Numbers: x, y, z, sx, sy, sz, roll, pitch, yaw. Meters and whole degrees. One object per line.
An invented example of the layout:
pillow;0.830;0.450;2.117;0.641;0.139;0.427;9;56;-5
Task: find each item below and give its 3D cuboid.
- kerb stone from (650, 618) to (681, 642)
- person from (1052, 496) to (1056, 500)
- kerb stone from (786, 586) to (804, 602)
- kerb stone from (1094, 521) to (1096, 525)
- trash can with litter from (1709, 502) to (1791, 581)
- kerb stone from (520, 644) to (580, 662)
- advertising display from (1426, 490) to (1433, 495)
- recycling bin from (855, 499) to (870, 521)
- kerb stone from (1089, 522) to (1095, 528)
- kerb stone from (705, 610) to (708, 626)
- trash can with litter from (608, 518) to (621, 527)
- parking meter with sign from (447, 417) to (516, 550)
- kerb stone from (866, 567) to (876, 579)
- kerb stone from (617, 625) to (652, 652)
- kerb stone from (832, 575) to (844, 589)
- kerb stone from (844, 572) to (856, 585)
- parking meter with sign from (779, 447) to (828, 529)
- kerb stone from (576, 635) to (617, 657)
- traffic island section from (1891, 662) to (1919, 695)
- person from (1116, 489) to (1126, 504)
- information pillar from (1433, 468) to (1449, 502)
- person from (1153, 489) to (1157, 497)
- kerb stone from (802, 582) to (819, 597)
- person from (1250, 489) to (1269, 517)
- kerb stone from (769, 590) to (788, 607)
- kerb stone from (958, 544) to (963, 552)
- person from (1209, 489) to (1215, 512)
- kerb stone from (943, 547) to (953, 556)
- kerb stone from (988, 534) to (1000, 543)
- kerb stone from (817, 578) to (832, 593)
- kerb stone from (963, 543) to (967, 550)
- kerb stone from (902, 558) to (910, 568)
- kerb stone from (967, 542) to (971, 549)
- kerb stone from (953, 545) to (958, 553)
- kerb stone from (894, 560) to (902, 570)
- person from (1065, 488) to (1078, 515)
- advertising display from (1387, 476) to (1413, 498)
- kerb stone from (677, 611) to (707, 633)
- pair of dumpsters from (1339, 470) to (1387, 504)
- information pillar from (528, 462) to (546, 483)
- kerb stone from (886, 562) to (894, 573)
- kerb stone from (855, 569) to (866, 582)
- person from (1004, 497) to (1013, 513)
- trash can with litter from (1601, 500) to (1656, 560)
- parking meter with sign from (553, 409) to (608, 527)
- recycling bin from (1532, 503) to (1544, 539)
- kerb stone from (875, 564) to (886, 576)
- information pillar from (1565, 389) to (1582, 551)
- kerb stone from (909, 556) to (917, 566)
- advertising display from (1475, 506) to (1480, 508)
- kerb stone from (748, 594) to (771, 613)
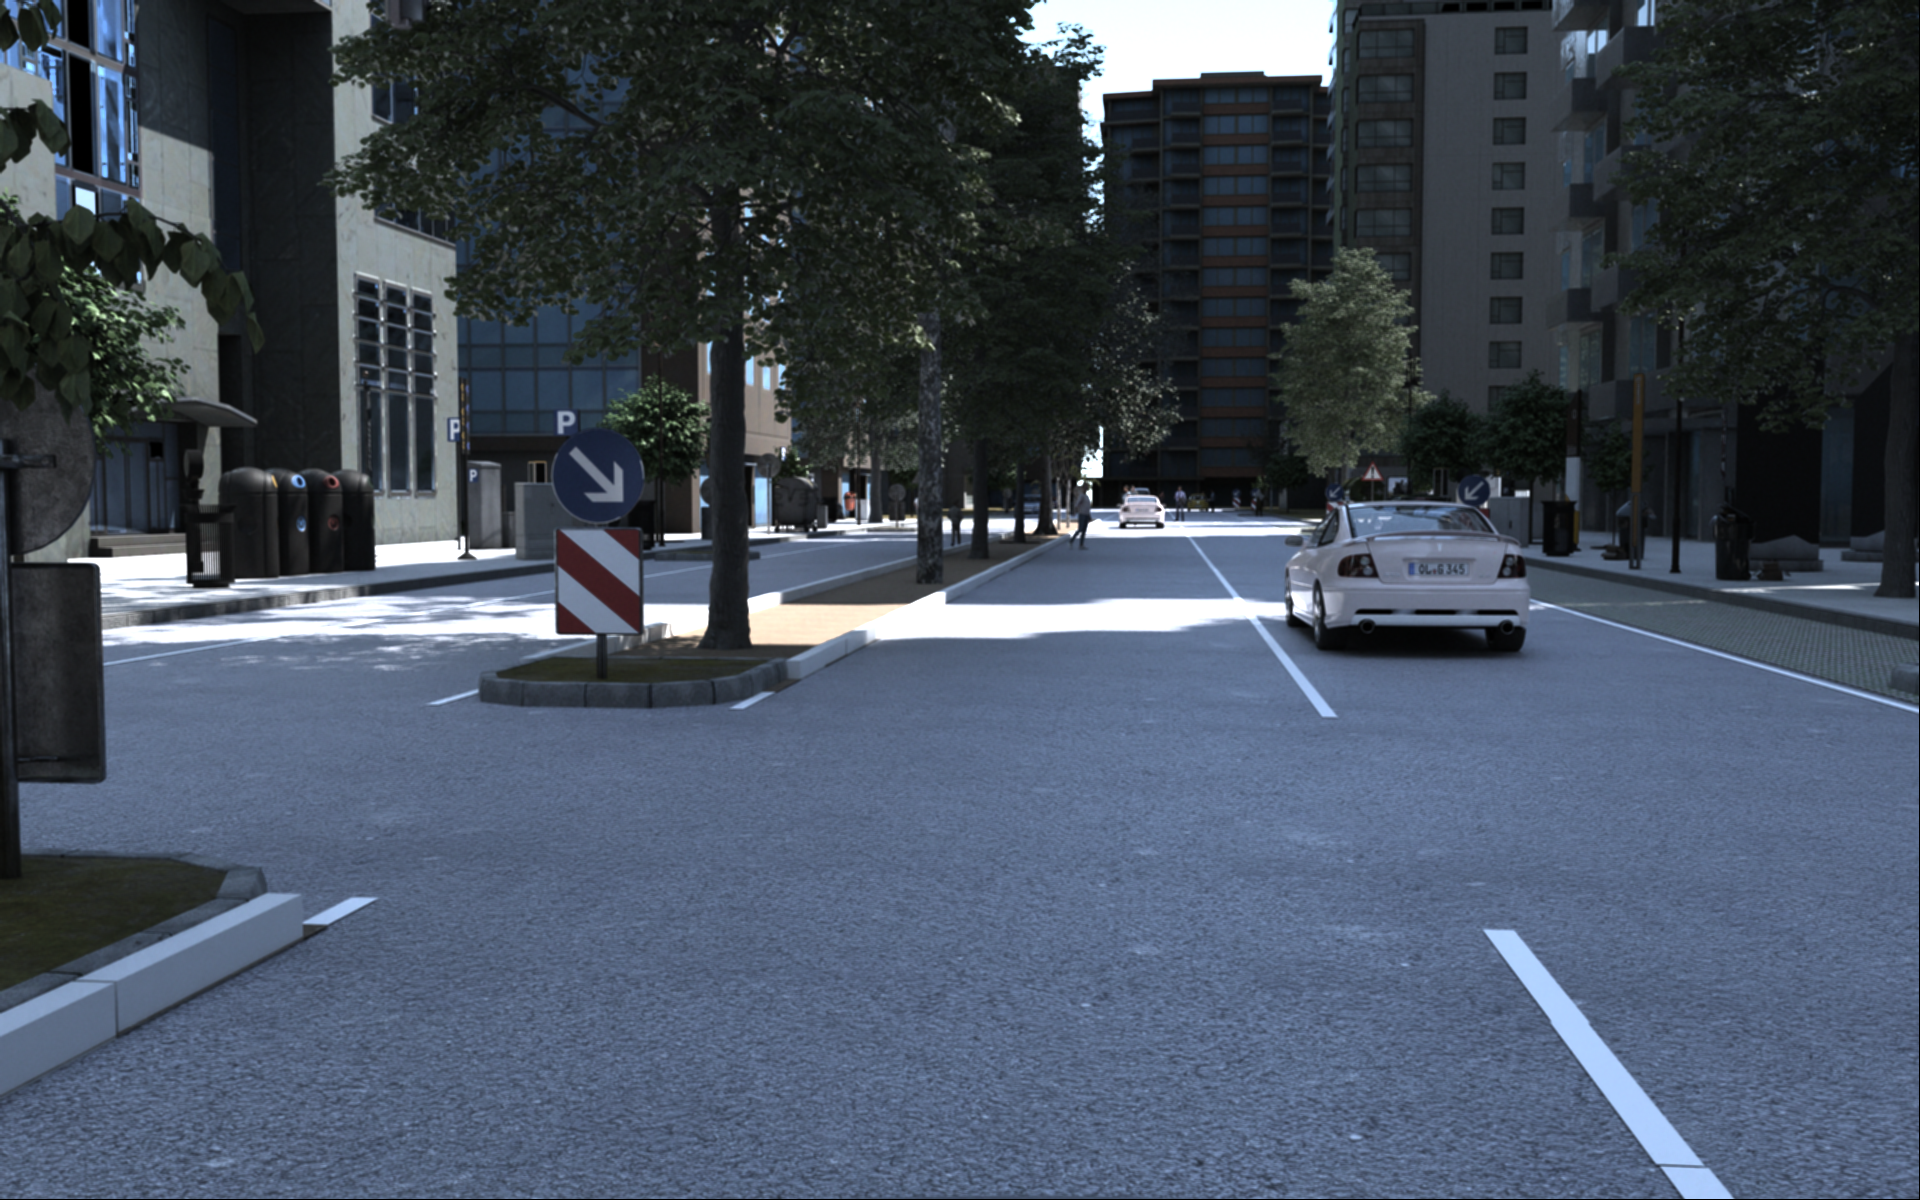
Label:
kerb stone;-2.979;0.311;17.118;0.120;0.150;1.000;0;4;6
person;8.210;-9.096;157.935;1.217;1.735;0.721;3;4;38
kerb stone;-2.286;-0.063;23.228;0.120;0.150;1.000;0;4;6
kerb stone;5.758;-3.286;75.916;0.120;0.150;1.000;0;4;6
trash can with litter;11.785;-0.884;25.846;1.055;1.170;0.624;1;4;10
kerb stone;-3.328;0.498;14.049;0.120;0.150;1.000;0;4;6
advertising display;22.598;-4.768;83.164;0.123;1.923;0.974;0;4;-6
recycling bin;-4.572;-4.342;83.551;0.722;1.027;0.722;2;4;33
kerb stone;5.645;-3.224;74.900;0.120;0.150;1.000;0;4;6
kerb stone;-2.744;0.186;19.152;0.120;0.150;1.000;0;4;6
trash can with litter;-7.946;-1.656;38.463;0.624;1.170;1.055;-2;4;-33
parking meter with sign;-11.010;-2.686;40.176;0.543;3.016;1.738;2;4;31
kerb stone;-1.601;-0.436;29.331;0.120;0.150;1.000;0;4;6
kerb stone;-3.094;0.373;16.094;0.120;0.150;1.000;0;4;6
kerb stone;-1.949;-0.250;26.277;0.120;0.150;1.000;0;4;6
kerb stone;-1.828;-0.312;27.294;0.120;0.150;1.000;0;4;6
parking meter with sign;-5.779;-4.156;64.210;1.738;3.016;0.543;1;4;11
kerb stone;-3.216;0.437;15.066;0.120;0.150;1.000;0;4;6
traffic island section;7.735;0.644;11.756;2.009;0.180;2.903;0;4;6
person;12.735;-7.728;134.849;1.348;1.824;0.705;3;5;43
information pillar;13.607;-2.725;49.042;0.304;2.012;0.304;-3;5;-40
person;14.890;-7.583;132.508;0.705;1.821;1.348;1;4;22
kerb stone;-2.168;-0.125;24.244;0.120;0.150;1.000;0;4;6
person;19.098;-6.197;110.557;1.217;1.736;0.721;1;4;9
kerb stone;-2.408;-0.001;22.214;0.120;0.150;1.000;0;4;6
kerb stone;-0.108;-1.244;42.571;0.120;0.150;1.000;0;4;6
person;19.727;-7.765;135.440;0.705;1.826;1.348;1;4;17
kerb stone;-0.341;-1.120;40.540;0.120;0.150;1.000;0;4;6
kerb stone;1.040;-1.870;52.777;0.120;0.150;1.000;0;4;6
kerb stone;-2.059;-0.187;25.260;0.120;0.150;1.000;0;4;6
kerb stone;0.004;-1.308;43.587;0.120;0.150;1.000;0;4;6
kerb stone;-1.136;-0.686;33.417;0.120;0.150;1.000;0;4;6
kerb stone;0.114;-1.371;44.604;0.120;0.150;1.000;0;4;6
kerb stone;-0.223;-1.184;41.556;0.120;0.150;1.000;0;4;6
kerb stone;-1.263;-0.620;32.398;0.120;0.150;1.000;0;4;6
person;7.698;-6.769;119.187;1.348;1.822;0.705;-3;5;-39
advertising display;15.786;-3.485;62.196;0.974;1.923;0.123;3;5;43
kerb stone;-2.862;0.248;18.134;0.120;0.150;1.000;0;4;6
pair of dumpsters;16.556;-4.208;71.289;1.574;2.255;4.437;0;4;6
information pillar;-9.565;-2.126;39.250;0.304;2.012;0.304;-3;5;-40
kerb stone;-1.368;-0.561;31.369;0.120;0.150;1.000;0;4;6
kerb stone;-1.715;-0.374;28.315;0.120;0.150;1.000;0;4;6
person;3.303;-6.669;118.228;0.721;1.739;1.217;2;4;31
trash can with litter;13.028;-1.371;33.797;1.055;1.170;0.624;-3;4;-37
parking meter with sign;-7.931;-2.460;36.490;0.543;3.016;1.738;1;4;11
recycling bin;16.214;-2.258;49.478;0.722;1.027;0.722;-3;5;-43
kerb stone;-1.484;-0.496;30.347;0.120;0.150;1.000;0;4;6
information pillar;13.780;-2.909;38.915;0.183;3.616;0.504;-1;4;-10
kerb stone;-1.026;-0.747;34.434;0.120;0.150;1.000;0;4;6
advertising display;18.619;-3.501;62.452;0.123;1.923;0.974;1;4;8
kerb stone;-2.520;0.063;21.197;0.120;0.150;1.000;0;4;6
